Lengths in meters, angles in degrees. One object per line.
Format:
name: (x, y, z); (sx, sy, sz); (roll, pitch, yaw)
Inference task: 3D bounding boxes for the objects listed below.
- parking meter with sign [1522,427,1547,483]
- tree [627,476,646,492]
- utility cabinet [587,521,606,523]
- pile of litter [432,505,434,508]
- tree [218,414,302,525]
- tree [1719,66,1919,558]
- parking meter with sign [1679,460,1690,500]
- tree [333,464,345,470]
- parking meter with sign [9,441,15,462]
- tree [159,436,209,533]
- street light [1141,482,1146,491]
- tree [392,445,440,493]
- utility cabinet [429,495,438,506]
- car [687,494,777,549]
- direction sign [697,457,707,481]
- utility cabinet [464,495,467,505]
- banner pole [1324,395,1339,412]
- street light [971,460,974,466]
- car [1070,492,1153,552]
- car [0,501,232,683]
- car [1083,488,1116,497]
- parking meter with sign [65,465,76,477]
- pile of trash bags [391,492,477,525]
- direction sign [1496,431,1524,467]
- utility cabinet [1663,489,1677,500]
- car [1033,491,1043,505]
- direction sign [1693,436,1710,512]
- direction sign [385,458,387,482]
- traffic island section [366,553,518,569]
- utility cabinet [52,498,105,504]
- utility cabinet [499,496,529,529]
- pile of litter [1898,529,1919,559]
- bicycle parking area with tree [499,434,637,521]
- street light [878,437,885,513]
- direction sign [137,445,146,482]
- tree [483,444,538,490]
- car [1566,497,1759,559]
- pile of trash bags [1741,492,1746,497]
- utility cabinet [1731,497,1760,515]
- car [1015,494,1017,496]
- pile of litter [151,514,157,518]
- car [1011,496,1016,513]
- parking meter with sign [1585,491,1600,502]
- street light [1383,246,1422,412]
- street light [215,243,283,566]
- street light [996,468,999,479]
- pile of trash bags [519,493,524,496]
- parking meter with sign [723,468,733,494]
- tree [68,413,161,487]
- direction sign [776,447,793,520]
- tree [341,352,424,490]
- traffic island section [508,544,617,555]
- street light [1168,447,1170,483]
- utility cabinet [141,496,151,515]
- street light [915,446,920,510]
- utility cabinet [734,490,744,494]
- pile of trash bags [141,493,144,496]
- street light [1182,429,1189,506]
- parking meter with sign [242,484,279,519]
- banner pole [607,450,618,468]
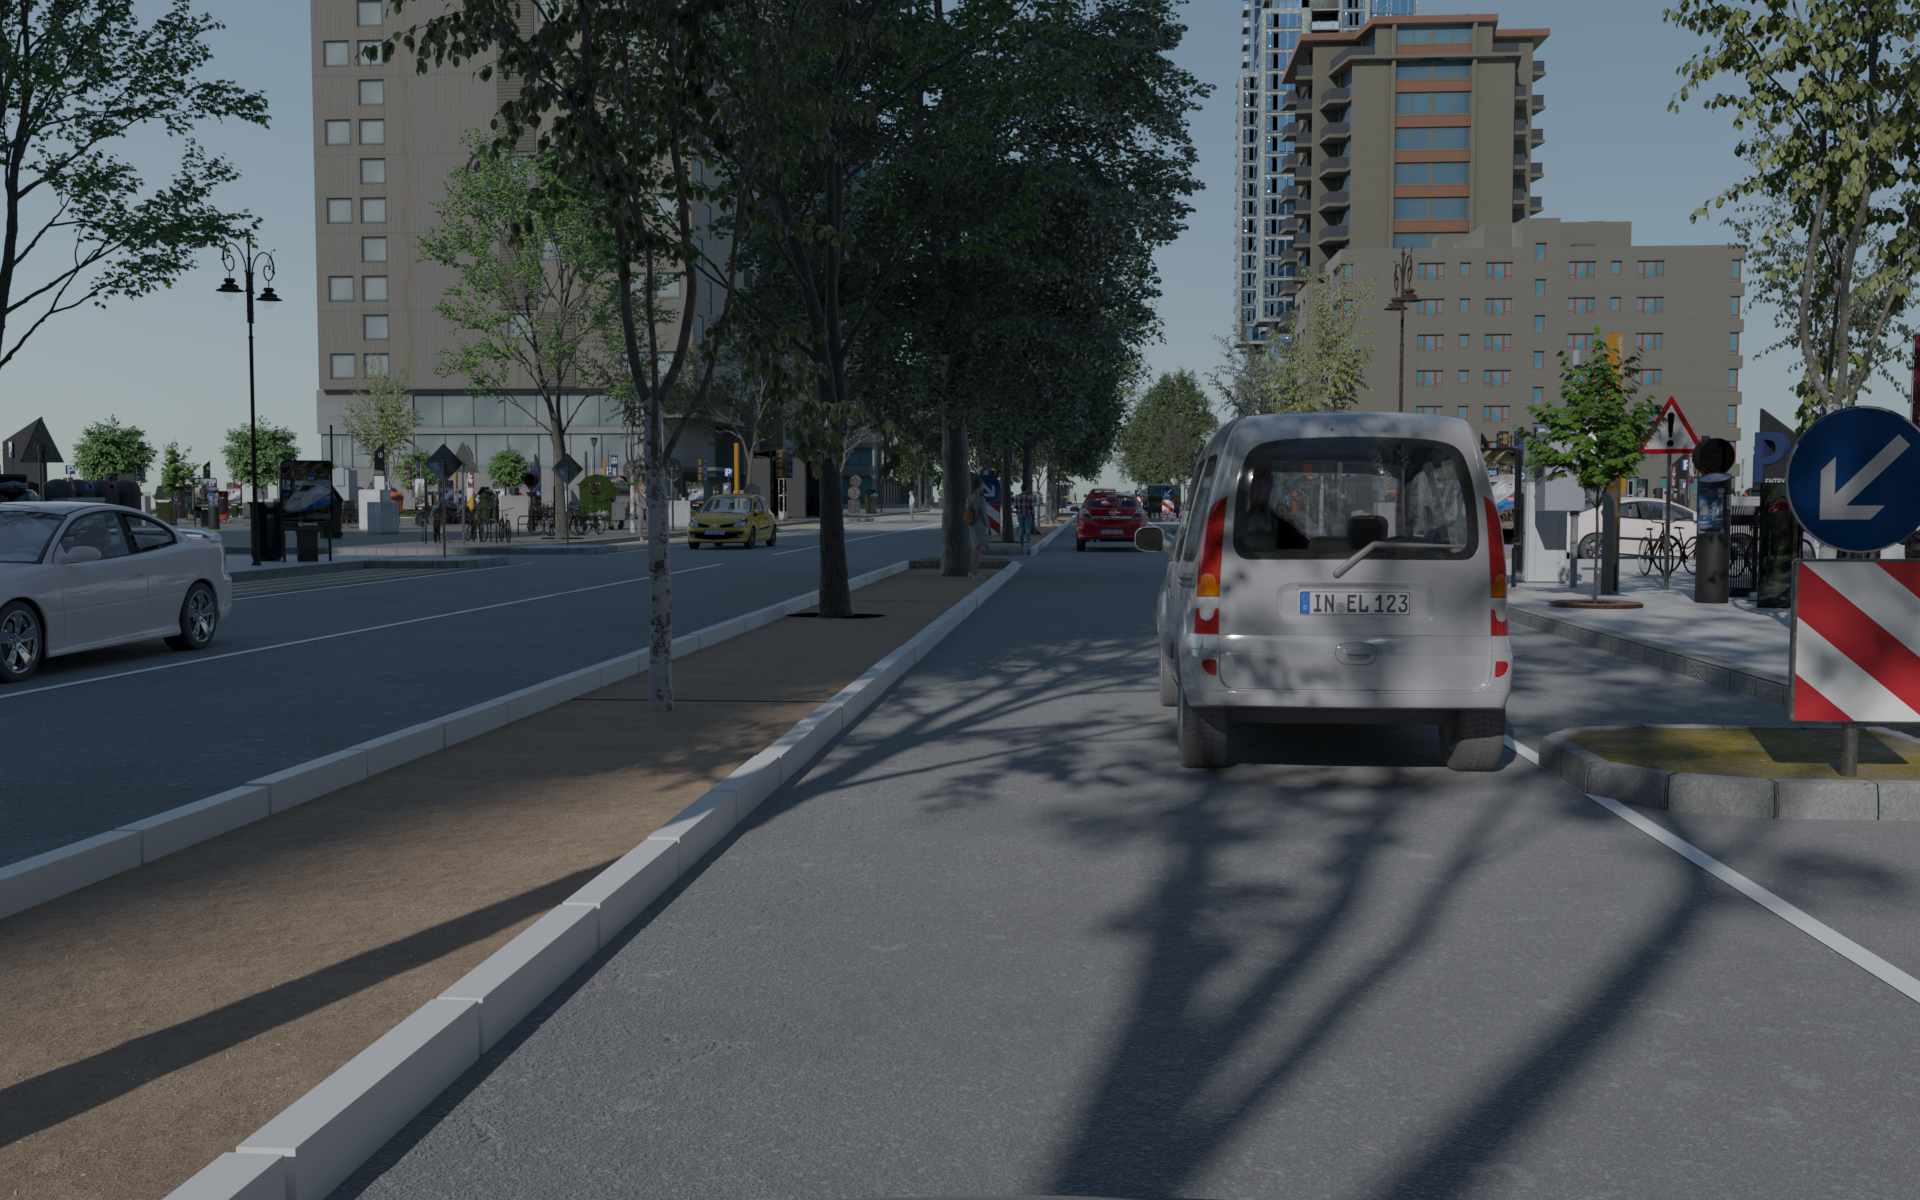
parking meter with sign: (14.570, -3.030, 45.798); (0.543, 3.016, 1.738); (-3, 5, -42)
tree: (-21.007, -7.206, 112.415); (1.663, 3.219, 1.824); (0, 3, 0)
utility cabinet: (-16.287, -4.043, 77.273); (1.020, 1.237, 0.306); (2, 4, 30)
pile of litter: (-23.585, -3.923, 78.114); (1.719, 0.858, 1.176); (0, 4, 3)
tree: (-28.792, -5.356, 71.285); (4.285, 4.588, 4.351); (0, 3, 0)
tree: (15.467, -4.901, 30.491); (4.360, 8.622, 3.978); (0, 3, 0)
parking meter with sign: (36.873, -5.616, 88.090); (0.543, 3.016, 1.738); (1, 4, 16)
tree: (-36.863, -6.571, 102.043); (1.663, 3.219, 1.824); (0, 3, 0)
parking meter with sign: (-32.060, -3.711, 56.937); (1.738, 3.016, 0.543); (-3, 4, -38)
tree: (-26.249, -3.866, 57.815); (1.663, 3.219, 1.824); (0, 3, 0)
street light: (26.280, -17.012, 250.927); (0.468, 5.910, 1.993); (0, 4, 5)
tree: (-36.379, -8.111, 116.327); (4.285, 4.588, 4.351); (0, 3, 0)
utility cabinet: (-26.128, -4.627, 86.816); (1.020, 1.237, 0.306); (-2, 4, -33)
car: (-6.078, -2.205, 46.271); (2.015, 1.641, 3.980); (0, 4, 6)
direction sign: (-15.936, -7.047, 107.209); (0.876, 3.537, 0.379); (3, 5, 40)
utility cabinet: (-32.461, -6.313, 114.372); (0.306, 1.237, 1.020); (1, 4, 10)
banner pole: (9.349, -3.279, 43.625); (0.401, 3.779, 0.863); (3, 5, 42)
street light: (1.457, -14.043, 202.386); (0.468, 5.910, 1.993); (0, 4, 5)
car: (3.902, -2.181, 44.692); (2.155, 1.783, 4.494); (0, 4, 5)
car: (-7.975, -0.141, 14.660); (2.083, 1.381, 4.827); (0, 4, 3)
car: (8.429, -5.721, 102.219); (2.281, 1.827, 5.304); (0, 4, 4)
parking meter with sign: (-54.317, -6.662, 105.179); (1.738, 3.016, 0.543); (3, 5, 42)
pile of trash bags: (-22.376, -3.868, 72.992); (3.447, 1.369, 1.912); (-3, 5, -42)
direction sign: (19.781, -4.296, 62.235); (0.876, 3.537, 0.379); (1, 4, 12)
utility cabinet: (29.541, -3.866, 71.895); (1.173, 1.500, 0.318); (-3, 4, -38)
car: (10.411, -14.110, 239.366); (2.281, 1.827, 5.304); (0, 4, 5)
direction sign: (28.707, -4.610, 67.362); (0.379, 3.537, 0.876); (-3, 4, -37)
direction sign: (-36.021, -7.100, 108.078); (0.876, 3.537, 0.379); (2, 4, 34)
traffic island section: (-10.290, -0.749, 34.521); (2.009, 0.180, 2.903); (0, 4, 5)
utility cabinet: (-14.979, -1.119, 29.464); (0.306, 1.237, 1.020); (0, 4, 7)
utility cabinet: (-16.440, -3.223, 63.851); (1.020, 1.237, 0.306); (-2, 4, -31)
pile of litter: (11.909, -0.463, 21.529); (1.719, 0.858, 1.176); (3, 5, 41)
bicycle parking area with tree: (-18.844, -6.016, 85.359); (9.016, 4.147, 8.231); (1, 4, 23)
street light: (-5.410, -8.946, 119.057); (0.468, 5.910, 1.993); (0, 4, 5)
direction sign: (-35.753, -5.084, 75.113); (0.876, 3.537, 0.379); (0, 4, -2)
tree: (-28.966, -7.789, 111.061); (4.285, 4.588, 4.351); (0, 3, 0)
car: (14.411, -1.452, 36.104); (4.827, 1.381, 2.083); (0, 4, 5)
pile of trash bags: (42.794, -5.068, 92.616); (1.912, 1.369, 3.447); (0, 4, -5)
utility cabinet: (19.131, -1.917, 42.510); (1.020, 1.237, 0.306); (3, 4, 38)
car: (5.111, -8.078, 141.860); (2.009, 1.686, 4.222); (0, 4, 6)
pile of litter: (-46.996, -5.231, 99.497); (1.176, 0.858, 1.719); (3, 4, 38)
car: (3.779, -6.128, 112.777); (1.945, 1.354, 3.894); (0, 4, 3)
parking meter with sign: (27.174, -4.790, 74.574); (0.543, 3.016, 1.738); (-2, 4, -35)
street light: (8.279, -3.653, 32.516); (0.468, 5.910, 1.993); (0, 4, 5)
street light: (-12.641, -3.557, 30.944); (0.468, 5.910, 1.993); (0, 4, 5)
street light: (5.422, -16.954, 249.992); (0.468, 5.910, 1.993); (0, 4, 5)
pile of trash bags: (-28.622, -5.933, 106.763); (3.447, 1.369, 1.912); (-1, 4, -22)
parking meter with sign: (-15.701, -7.349, 116.420); (0.543, 3.016, 1.738); (0, 4, 2)
tree: (-34.447, -5.311, 70.554); (4.285, 4.588, 4.351); (0, 3, 0)
direction sign: (-8.552, -5.653, 84.418); (0.876, 3.537, 0.379); (-2, 4, -32)
tree: (-29.306, -8.454, 88.582); (4.737, 8.622, 4.395); (0, 3, 0)
traffic island section: (-9.636, -1.235, 42.479); (2.009, 0.180, 2.903); (0, 4, 5)
street light: (17.432, -10.480, 144.139); (0.468, 5.910, 1.993); (0, 4, 5)
utility cabinet: (-31.670, -3.398, 66.727); (1.020, 1.237, 0.306); (1, 4, 20)
street light: (-3.467, -10.375, 142.416); (0.468, 5.910, 1.993); (0, 4, 5)
utility cabinet: (-12.692, -5.644, 100.951); (0.318, 1.500, 1.173); (2, 4, 34)
pile of trash bags: (-44.093, -4.941, 90.530); (1.912, 1.369, 3.447); (1, 4, 22)
street light: (15.595, -9.012, 120.126); (0.468, 5.910, 1.993); (0, 4, 5)
parking meter with sign: (-36.040, -5.686, 89.233); (1.738, 3.016, 0.543); (-2, 4, -26)
banner pole: (-19.679, -6.603, 97.973); (0.863, 3.779, 0.401); (1, 4, 21)
